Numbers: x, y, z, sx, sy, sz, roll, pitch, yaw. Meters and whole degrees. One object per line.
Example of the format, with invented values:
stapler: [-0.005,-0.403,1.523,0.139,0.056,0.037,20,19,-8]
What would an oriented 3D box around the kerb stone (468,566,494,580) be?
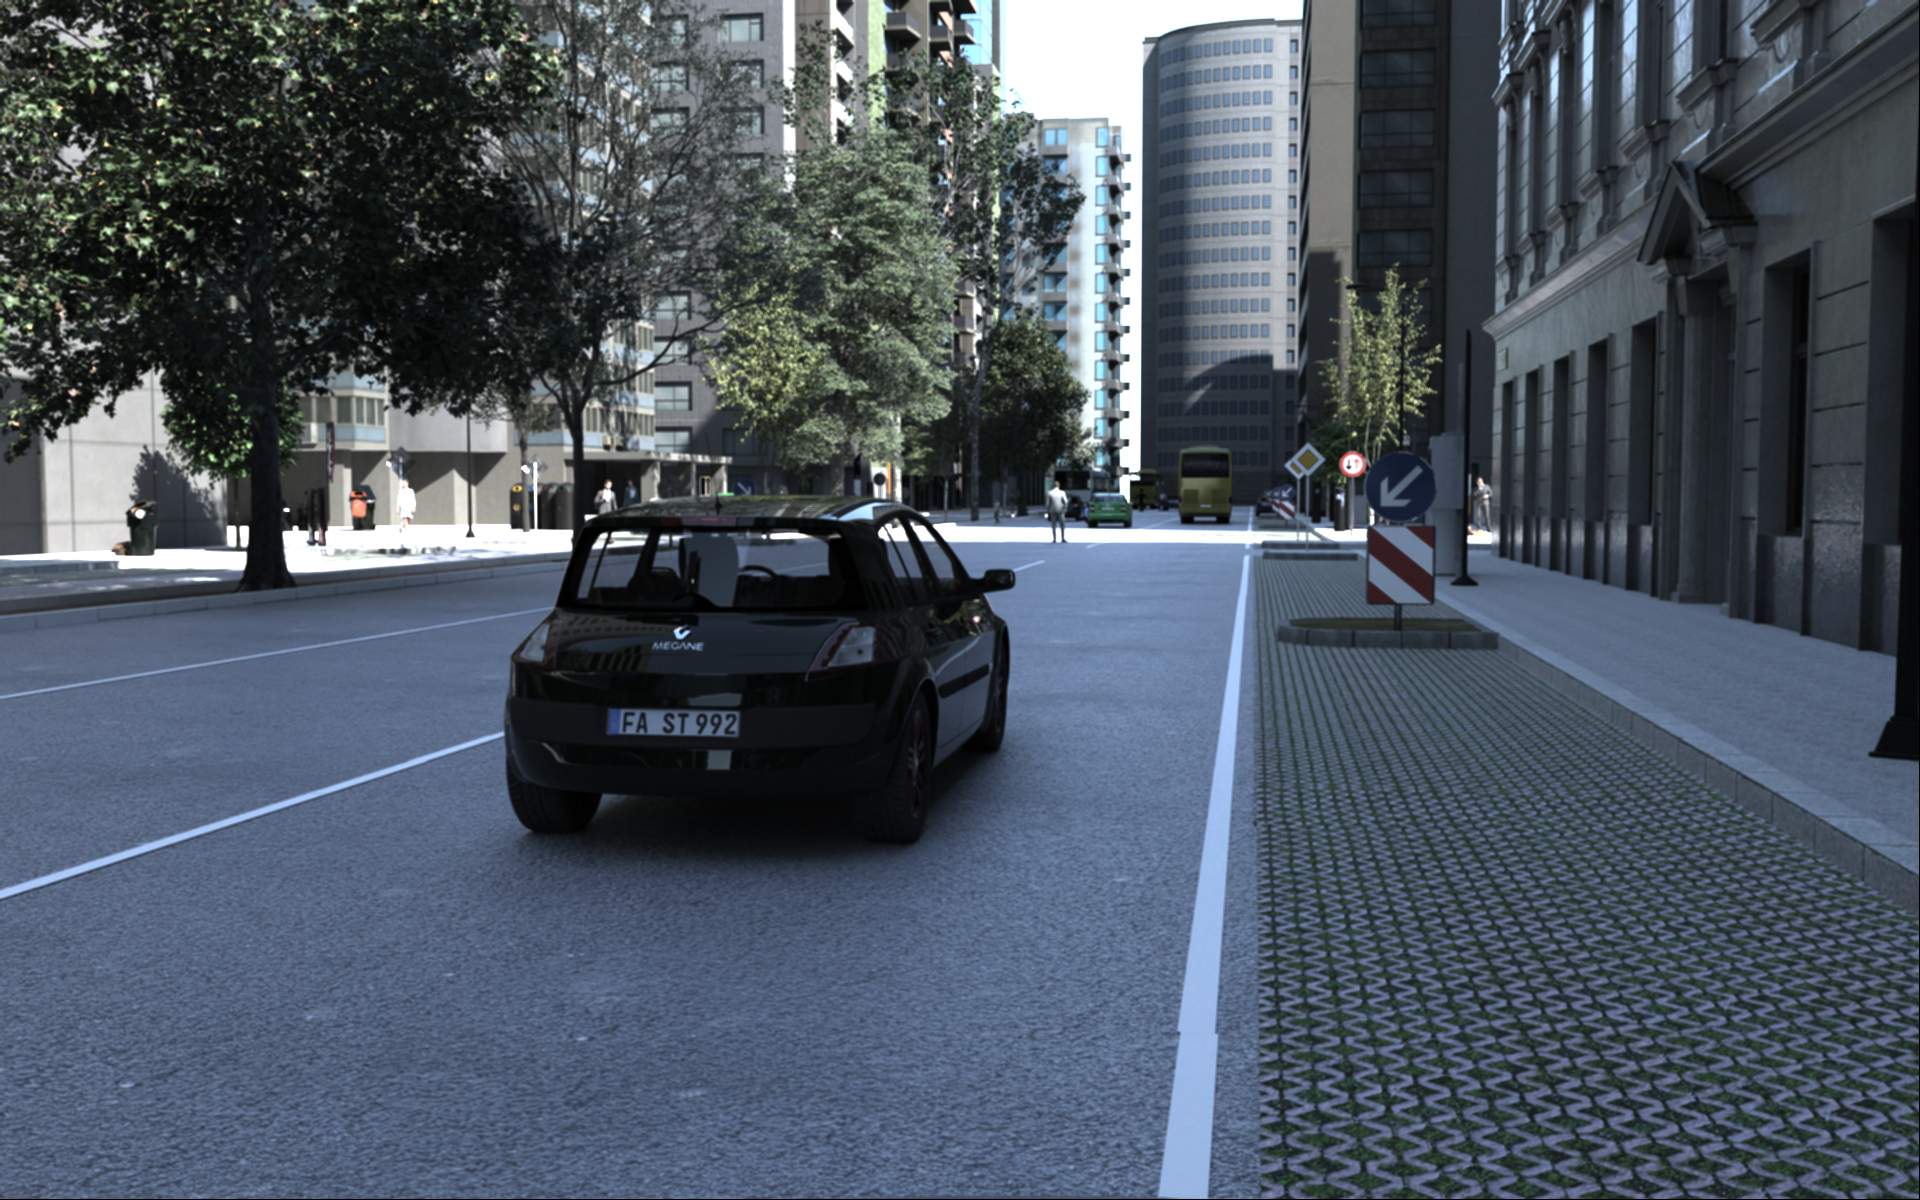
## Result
kerb stone: [-8.155,-0.425,29.151,0.120,0.150,1.000,1,4,10]

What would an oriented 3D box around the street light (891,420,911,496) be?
street light: [-3.757,-8.349,109.049,1.470,5.913,1.316,1,4,10]

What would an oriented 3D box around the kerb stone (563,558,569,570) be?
kerb stone: [-7.467,-0.670,33.187,0.120,0.150,1.000,1,4,10]

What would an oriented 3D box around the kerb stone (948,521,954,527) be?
kerb stone: [-0.528,-3.181,74.198,0.120,0.150,1.000,1,4,10]

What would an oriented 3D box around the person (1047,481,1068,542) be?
person: [2.894,-2.630,51.595,0.635,1.810,0.391,0,4,3]

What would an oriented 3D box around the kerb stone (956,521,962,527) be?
kerb stone: [-0.172,-3.301,76.232,0.120,0.150,1.000,1,4,10]

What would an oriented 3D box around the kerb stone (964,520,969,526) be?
kerb stone: [0.159,-3.427,78.258,0.120,0.150,1.000,1,4,10]

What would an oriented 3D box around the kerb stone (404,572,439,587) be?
kerb stone: [-8.498,-0.302,27.131,0.120,0.150,1.000,1,4,10]

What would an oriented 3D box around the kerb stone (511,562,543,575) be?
kerb stone: [-7.809,-0.549,31.165,0.120,0.150,1.000,1,4,10]

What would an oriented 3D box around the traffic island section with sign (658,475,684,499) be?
traffic island section with sign: [-7.123,-2.037,41.436,2.006,1.907,1.989,1,4,10]

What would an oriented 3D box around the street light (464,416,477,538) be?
street light: [-13.728,-4.748,50.166,1.470,5.913,1.316,1,4,10]

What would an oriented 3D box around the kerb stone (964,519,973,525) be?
kerb stone: [0.335,-3.491,79.265,0.120,0.150,1.000,1,4,10]

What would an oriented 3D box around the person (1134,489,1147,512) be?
person: [14.594,-8.035,139.509,1.348,1.869,0.705,-2,4,-34]

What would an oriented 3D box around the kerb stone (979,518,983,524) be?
kerb stone: [0.850,-3.676,82.290,0.120,0.150,1.000,1,4,10]

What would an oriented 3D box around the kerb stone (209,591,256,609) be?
kerb stone: [-9.343,0.010,22.074,0.120,0.150,1.000,1,4,10]

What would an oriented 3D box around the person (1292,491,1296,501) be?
person: [36.599,-11.231,190.384,0.721,1.743,1.217,-1,4,-14]

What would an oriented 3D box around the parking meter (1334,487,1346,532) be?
parking meter: [12.926,-3.091,58.953,0.372,1.533,0.369,0,3,0]

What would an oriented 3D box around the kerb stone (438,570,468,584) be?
kerb stone: [-8.324,-0.362,28.143,0.120,0.150,1.000,1,4,10]

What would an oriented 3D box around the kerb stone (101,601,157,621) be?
kerb stone: [-9.697,0.131,20.059,0.120,0.150,1.000,1,4,10]

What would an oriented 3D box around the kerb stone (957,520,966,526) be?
kerb stone: [-0.008,-3.367,77.247,0.120,0.150,1.000,1,4,10]

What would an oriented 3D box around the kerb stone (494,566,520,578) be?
kerb stone: [-7.976,-0.487,30.157,0.120,0.150,1.000,1,4,10]

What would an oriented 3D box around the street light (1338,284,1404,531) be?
street light: [9.205,-4.023,38.312,1.470,5.913,1.316,1,4,10]

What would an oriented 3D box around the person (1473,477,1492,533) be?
person: [17.366,-3.158,57.478,0.655,1.846,0.447,1,4,16]

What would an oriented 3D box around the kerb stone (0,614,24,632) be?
kerb stone: [-10.031,0.254,18.041,0.120,0.150,1.000,1,4,10]

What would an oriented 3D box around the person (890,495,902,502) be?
person: [-3.485,-5.257,94.559,0.679,1.850,0.850,-2,4,-31]

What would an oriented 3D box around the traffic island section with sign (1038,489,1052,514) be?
traffic island section with sign: [6.660,-7.015,122.827,2.006,1.907,1.989,1,4,10]

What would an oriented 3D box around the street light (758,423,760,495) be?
street light: [-8.726,-6.551,79.645,1.470,5.913,1.316,1,4,10]

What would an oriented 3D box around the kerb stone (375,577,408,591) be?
kerb stone: [-8.670,-0.239,26.124,0.120,0.150,1.000,1,4,10]

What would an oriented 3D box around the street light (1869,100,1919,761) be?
street light: [4.097,-2.193,8.394,1.470,5.913,1.316,1,4,10]

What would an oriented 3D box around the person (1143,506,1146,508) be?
person: [18.668,-10.196,175.166,0.705,1.831,1.348,-3,5,-42]

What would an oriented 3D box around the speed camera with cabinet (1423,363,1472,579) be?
speed camera with cabinet: [7.549,-1.995,26.947,0.660,3.252,2.038,1,4,13]

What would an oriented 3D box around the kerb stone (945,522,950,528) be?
kerb stone: [-0.691,-3.119,73.189,0.120,0.150,1.000,1,4,10]

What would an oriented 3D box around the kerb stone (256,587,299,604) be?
kerb stone: [-9.182,-0.055,23.092,0.120,0.150,1.000,1,4,10]

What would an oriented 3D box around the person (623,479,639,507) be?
person: [-11.993,-3.496,63.222,0.581,1.822,0.654,0,4,-8]

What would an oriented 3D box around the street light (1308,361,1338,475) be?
street light: [13.063,-5.390,60.669,1.470,5.913,1.316,1,4,10]

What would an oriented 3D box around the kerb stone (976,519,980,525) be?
kerb stone: [0.679,-3.608,81.282,0.120,0.150,1.000,1,4,10]

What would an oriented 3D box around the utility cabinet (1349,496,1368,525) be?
utility cabinet: [16.246,-3.678,71.301,1.020,1.237,0.306,1,4,18]

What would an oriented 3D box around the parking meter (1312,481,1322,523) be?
parking meter: [15.710,-4.314,76.252,0.399,1.863,0.255,0,4,-5]

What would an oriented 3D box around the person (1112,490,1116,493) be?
person: [10.927,-7.002,123.789,0.445,1.727,0.742,-2,4,-24]

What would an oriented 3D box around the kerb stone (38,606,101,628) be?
kerb stone: [-9.862,0.192,19.049,0.120,0.150,1.000,1,4,10]

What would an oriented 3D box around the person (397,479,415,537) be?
person: [-16.525,-2.737,51.539,0.760,1.731,0.466,2,4,35]

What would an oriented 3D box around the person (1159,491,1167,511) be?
person: [16.617,-8.137,142.485,0.436,1.711,0.756,-2,4,-34]

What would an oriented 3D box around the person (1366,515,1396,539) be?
person: [11.758,-2.581,48.210,0.822,1.834,0.622,3,5,44]

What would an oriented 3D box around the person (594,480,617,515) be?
person: [-10.134,-2.512,49.529,0.622,1.834,0.822,-3,5,-42]

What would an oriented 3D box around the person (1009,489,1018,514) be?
person: [3.702,-6.845,120.768,0.532,1.782,0.716,2,4,34]

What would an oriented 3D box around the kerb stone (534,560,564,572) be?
kerb stone: [-7.649,-0.610,32.174,0.120,0.150,1.000,1,4,10]

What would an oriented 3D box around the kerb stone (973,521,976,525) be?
kerb stone: [0.504,-3.552,80.273,0.120,0.150,1.000,1,4,10]

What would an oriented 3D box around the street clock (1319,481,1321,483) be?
street clock: [16.674,-4.655,80.678,0.358,2.002,0.471,1,4,10]

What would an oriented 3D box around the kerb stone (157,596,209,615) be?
kerb stone: [-9.525,0.070,21.068,0.120,0.150,1.000,1,4,10]

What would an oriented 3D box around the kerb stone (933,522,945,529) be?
kerb stone: [-0.862,-3.050,72.181,0.120,0.150,1.000,1,4,10]

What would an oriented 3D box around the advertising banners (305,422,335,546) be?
advertising banners: [-15.775,-2.846,42.713,0.090,3.025,2.074,-3,4,-39]

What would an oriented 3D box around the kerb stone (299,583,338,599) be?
kerb stone: [-9.005,-0.114,24.107,0.120,0.150,1.000,1,4,10]

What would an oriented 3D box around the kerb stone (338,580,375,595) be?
kerb stone: [-8.833,-0.179,25.115,0.120,0.150,1.000,1,4,10]

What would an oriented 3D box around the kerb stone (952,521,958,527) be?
kerb stone: [-0.349,-3.235,75.218,0.120,0.150,1.000,1,4,10]

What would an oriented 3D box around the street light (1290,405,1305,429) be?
street light: [18.039,-7.178,89.904,1.470,5.913,1.316,1,4,10]

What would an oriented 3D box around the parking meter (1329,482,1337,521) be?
parking meter: [17.495,-4.618,81.222,0.255,1.863,0.399,0,4,-1]

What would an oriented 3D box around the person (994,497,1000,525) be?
person: [1.729,-4.142,80.469,0.306,1.304,0.590,2,4,32]

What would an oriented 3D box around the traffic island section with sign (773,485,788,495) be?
traffic island section with sign: [-7.825,-4.039,74.672,1.989,1.847,2.006,1,4,10]

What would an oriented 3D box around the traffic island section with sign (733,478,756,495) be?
traffic island section with sign: [-5.877,-2.483,48.738,2.006,1.907,1.989,1,4,10]
